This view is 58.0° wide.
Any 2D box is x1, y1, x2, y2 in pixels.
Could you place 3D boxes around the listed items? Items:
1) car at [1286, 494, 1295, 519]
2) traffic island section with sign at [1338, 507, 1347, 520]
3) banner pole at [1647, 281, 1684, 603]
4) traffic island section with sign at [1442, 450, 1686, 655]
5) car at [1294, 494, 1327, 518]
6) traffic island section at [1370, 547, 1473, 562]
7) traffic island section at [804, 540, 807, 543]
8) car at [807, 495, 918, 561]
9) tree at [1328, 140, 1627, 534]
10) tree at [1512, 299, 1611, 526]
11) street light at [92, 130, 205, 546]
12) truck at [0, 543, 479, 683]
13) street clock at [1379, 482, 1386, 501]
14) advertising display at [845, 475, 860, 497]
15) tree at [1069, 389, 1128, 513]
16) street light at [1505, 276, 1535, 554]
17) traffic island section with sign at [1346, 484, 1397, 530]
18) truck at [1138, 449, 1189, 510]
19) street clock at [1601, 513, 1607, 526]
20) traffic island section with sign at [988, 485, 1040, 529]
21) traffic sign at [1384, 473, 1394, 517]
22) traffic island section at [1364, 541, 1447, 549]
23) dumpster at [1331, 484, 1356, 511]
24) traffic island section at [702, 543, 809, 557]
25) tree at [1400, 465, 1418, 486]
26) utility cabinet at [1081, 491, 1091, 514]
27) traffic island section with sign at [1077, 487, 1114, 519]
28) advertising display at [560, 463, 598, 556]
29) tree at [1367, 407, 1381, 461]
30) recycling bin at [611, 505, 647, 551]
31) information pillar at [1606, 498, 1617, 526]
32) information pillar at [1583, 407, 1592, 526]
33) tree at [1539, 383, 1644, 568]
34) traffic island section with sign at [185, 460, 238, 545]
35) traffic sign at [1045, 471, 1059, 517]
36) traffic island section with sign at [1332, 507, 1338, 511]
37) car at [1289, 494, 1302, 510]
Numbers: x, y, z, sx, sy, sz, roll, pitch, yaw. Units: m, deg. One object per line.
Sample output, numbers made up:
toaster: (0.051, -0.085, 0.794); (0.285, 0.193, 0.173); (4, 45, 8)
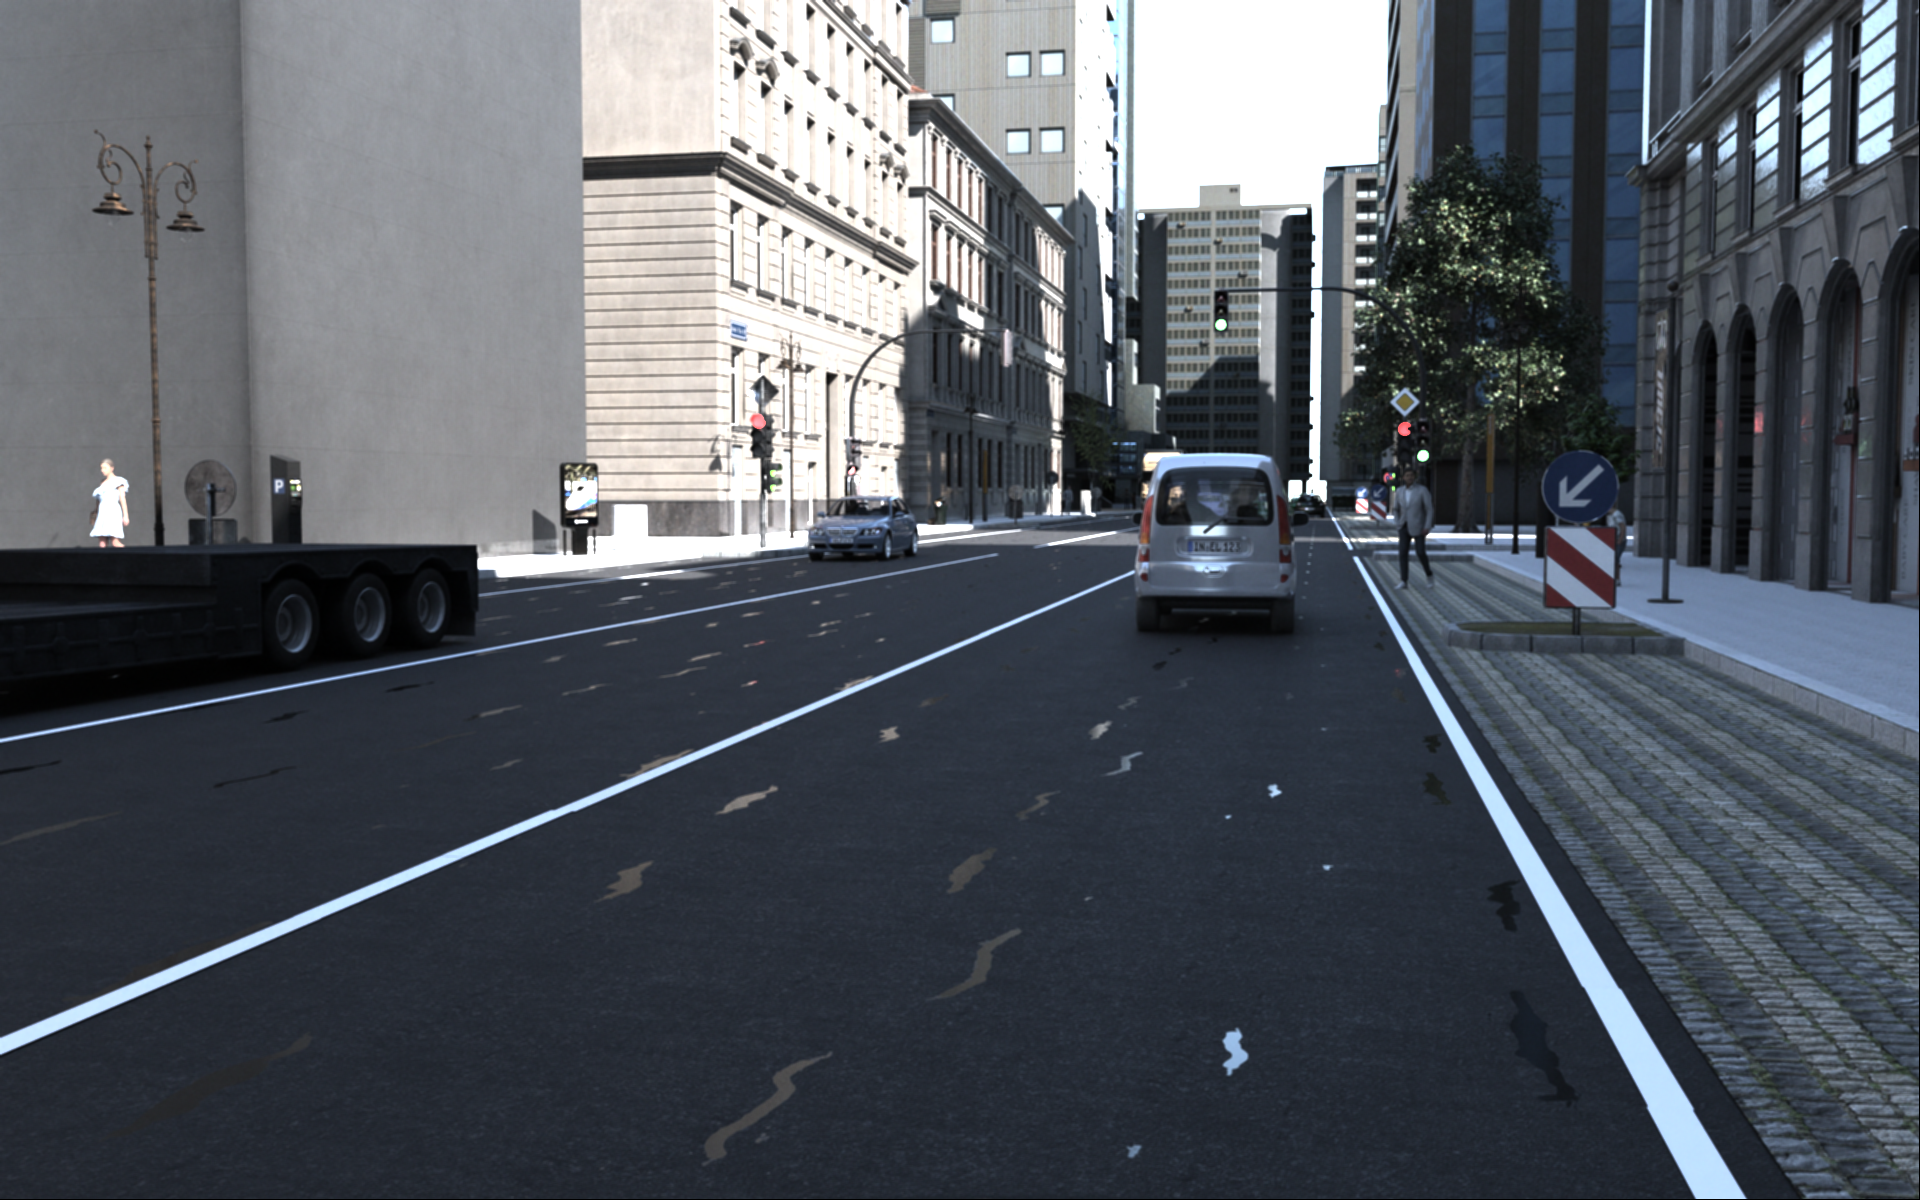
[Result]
car: (14.574, -4.391, 80.593); (1.959, 1.807, 4.718); (1, 4, 14)
traffic island section with sign: (22.292, -5.383, 96.633); (1.989, 1.847, 2.006); (1, 4, 12)
banner pole: (8.383, -1.874, 20.650); (0.401, 3.779, 0.863); (0, 4, 5)
traffic island section with sign: (5.640, -0.475, 16.401); (1.989, 1.847, 2.006); (1, 4, 12)
car: (21.157, -5.797, 104.569); (2.009, 1.686, 4.222); (1, 4, 12)
traffic island section: (10.065, -0.950, 37.820); (2.009, 0.180, 2.903); (1, 4, 12)
traffic island section: (-3.040, -1.615, 48.689); (2.009, 0.180, 2.903); (1, 4, 12)
car: (-2.110, -1.645, 38.900); (2.014, 1.417, 4.499); (1, 4, 11)
tree: (16.678, -8.520, 56.305); (9.611, 12.733, 9.660); (0, 3, 0)
tree: (22.692, -7.061, 65.807); (4.360, 8.622, 3.978); (0, 3, 0)
street light: (-10.457, -3.040, 22.486); (0.468, 5.910, 1.993); (1, 4, 12)
truck: (-8.025, -1.108, 7.876); (2.967, 4.110, 18.799); (1, 4, 14)
street clock: (25.920, -6.228, 106.398); (0.471, 2.002, 0.358); (0, 4, 7)
advertising display: (-3.623, -3.246, 58.279); (0.123, 1.923, 0.974); (1, 4, 21)
tree: (9.220, -10.334, 119.317); (4.737, 8.622, 4.395); (0, 3, 0)
street light: (11.906, -3.925, 36.955); (0.468, 5.910, 1.993); (1, 4, 12)
traffic island section with sign: (16.709, -3.737, 69.723); (1.989, 1.847, 2.006); (1, 4, 12)
truck: (13.198, -7.483, 111.264); (2.839, 4.237, 11.283); (1, 4, 10)
street clock: (25.427, -3.896, 68.274); (0.471, 2.002, 0.358); (-3, 4, -37)
traffic island section with sign: (2.327, -3.930, 72.891); (1.989, 1.847, 2.006); (1, 4, 12)
traffic sign: (23.857, -5.860, 95.917); (0.768, 2.556, 0.104); (1, 4, 13)
traffic island section: (11.687, -1.429, 45.639); (2.009, 0.180, 2.903); (1, 4, 12)
dumpster: (31.599, -8.421, 142.638); (1.985, 2.255, 1.502); (1, 4, 12)
traffic island section: (-4.663, -1.137, 40.870); (2.009, 0.180, 2.903); (1, 4, 12)
tree: (23.193, -5.732, 88.314); (1.663, 3.219, 1.824); (0, 3, 0)
utility cabinet: (7.952, -6.150, 109.224); (0.318, 1.500, 1.173); (1, 4, 22)
traffic island section with sign: (7.800, -5.545, 99.287); (1.989, 1.847, 2.006); (1, 4, 12)
advertising display: (-7.903, -1.881, 35.975); (0.123, 1.923, 0.974); (2, 4, 33)
tree: (31.062, -10.623, 124.042); (4.360, 8.622, 3.978); (0, 3, 0)
recycling bin: (-7.494, -1.632, 39.239); (0.722, 1.027, 0.722); (-1, 4, -17)
information pillar: (25.396, -3.851, 67.449); (0.304, 2.012, 0.304); (0, 4, -1)
information pillar: (16.057, -3.239, 44.308); (0.183, 3.616, 0.504); (0, 4, 5)
tree: (10.920, -2.182, 30.271); (1.663, 3.219, 1.824); (0, 3, 0)
traffic island section with sign: (-8.765, -0.660, 19.416); (1.989, 1.847, 2.006); (1, 4, 12)
traffic sign: (5.078, -5.864, 95.975); (0.768, 2.556, 0.104); (1, 4, 19)
traffic island section with sign: (32.377, -8.358, 145.277); (1.989, 1.847, 2.006); (1, 4, 12)
car: (27.073, -7.865, 137.381); (1.959, 1.807, 4.718); (1, 4, 12)
